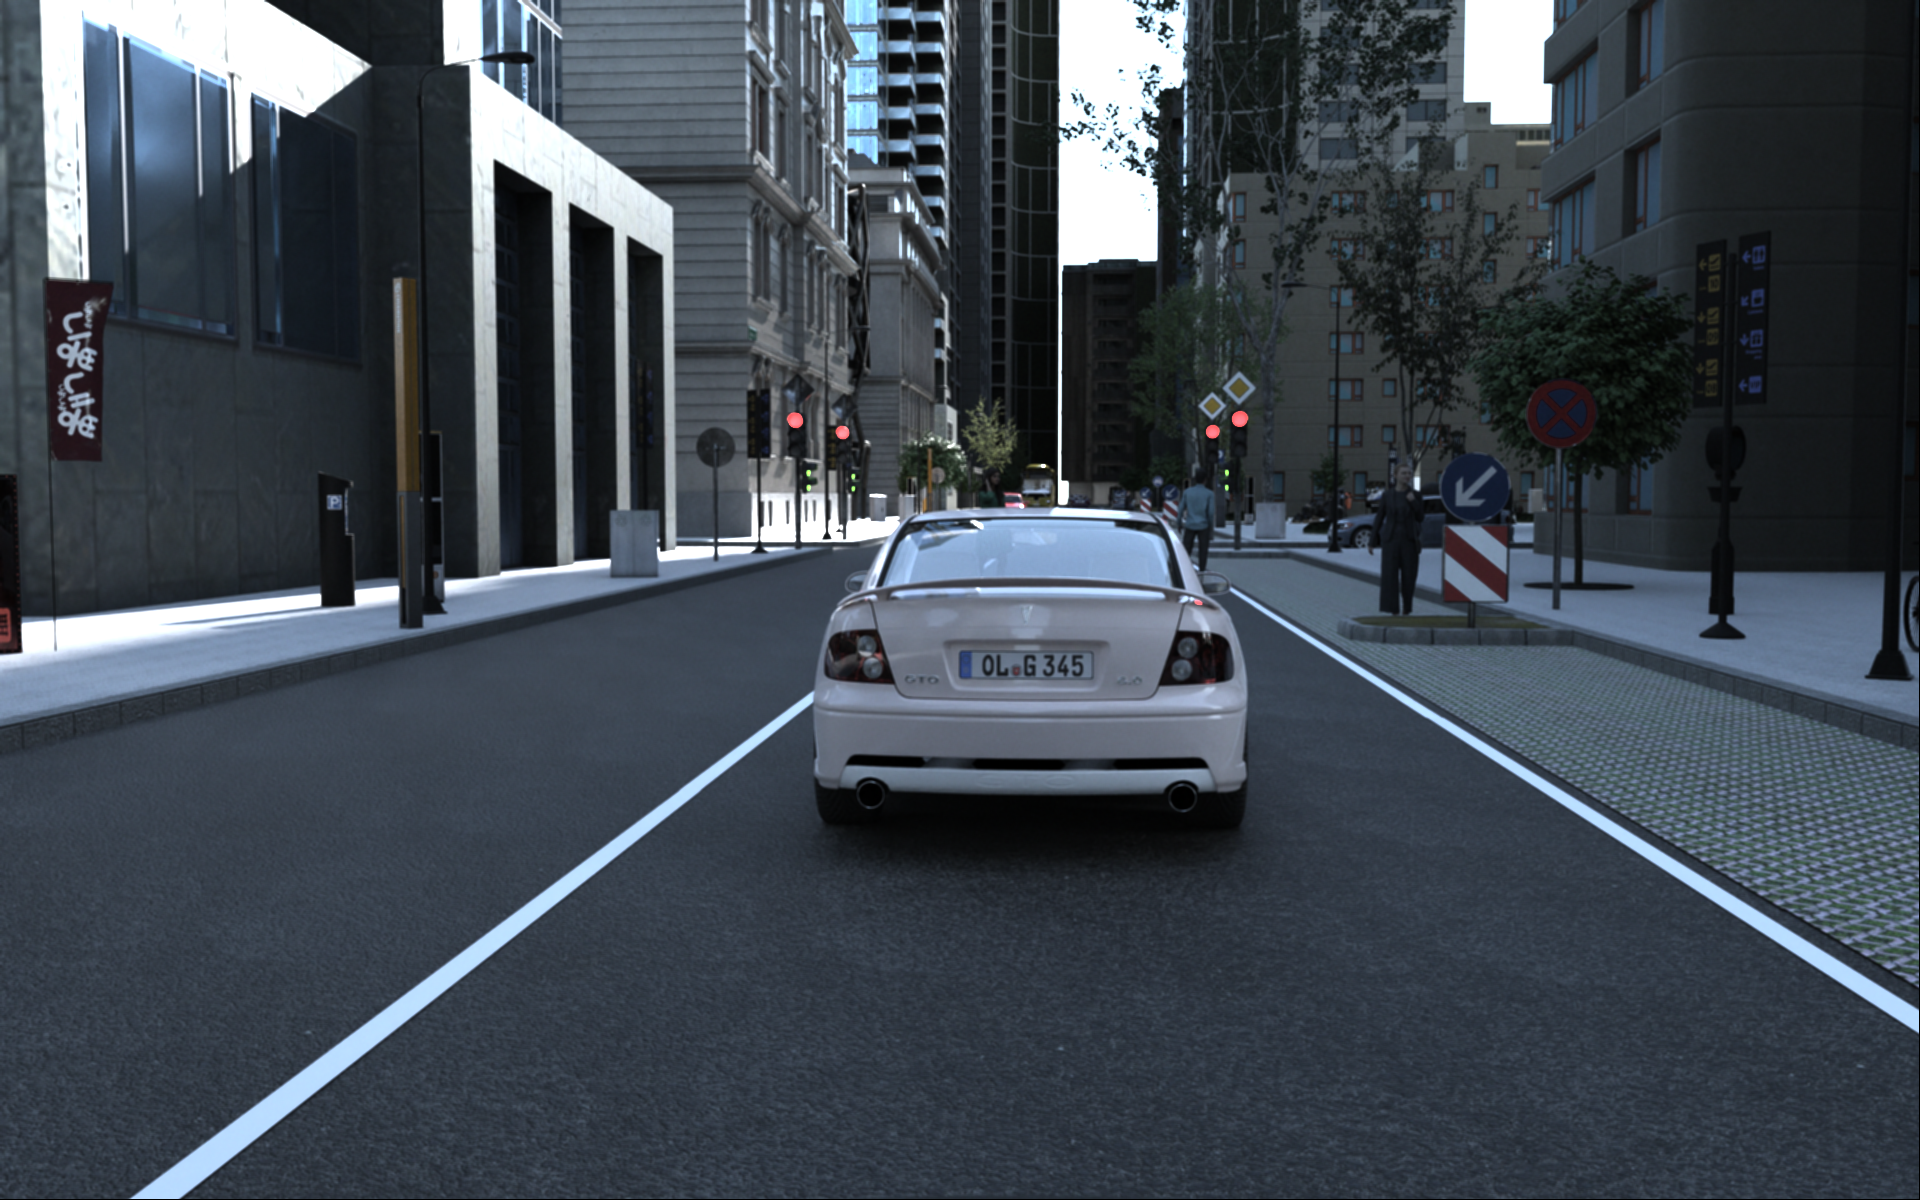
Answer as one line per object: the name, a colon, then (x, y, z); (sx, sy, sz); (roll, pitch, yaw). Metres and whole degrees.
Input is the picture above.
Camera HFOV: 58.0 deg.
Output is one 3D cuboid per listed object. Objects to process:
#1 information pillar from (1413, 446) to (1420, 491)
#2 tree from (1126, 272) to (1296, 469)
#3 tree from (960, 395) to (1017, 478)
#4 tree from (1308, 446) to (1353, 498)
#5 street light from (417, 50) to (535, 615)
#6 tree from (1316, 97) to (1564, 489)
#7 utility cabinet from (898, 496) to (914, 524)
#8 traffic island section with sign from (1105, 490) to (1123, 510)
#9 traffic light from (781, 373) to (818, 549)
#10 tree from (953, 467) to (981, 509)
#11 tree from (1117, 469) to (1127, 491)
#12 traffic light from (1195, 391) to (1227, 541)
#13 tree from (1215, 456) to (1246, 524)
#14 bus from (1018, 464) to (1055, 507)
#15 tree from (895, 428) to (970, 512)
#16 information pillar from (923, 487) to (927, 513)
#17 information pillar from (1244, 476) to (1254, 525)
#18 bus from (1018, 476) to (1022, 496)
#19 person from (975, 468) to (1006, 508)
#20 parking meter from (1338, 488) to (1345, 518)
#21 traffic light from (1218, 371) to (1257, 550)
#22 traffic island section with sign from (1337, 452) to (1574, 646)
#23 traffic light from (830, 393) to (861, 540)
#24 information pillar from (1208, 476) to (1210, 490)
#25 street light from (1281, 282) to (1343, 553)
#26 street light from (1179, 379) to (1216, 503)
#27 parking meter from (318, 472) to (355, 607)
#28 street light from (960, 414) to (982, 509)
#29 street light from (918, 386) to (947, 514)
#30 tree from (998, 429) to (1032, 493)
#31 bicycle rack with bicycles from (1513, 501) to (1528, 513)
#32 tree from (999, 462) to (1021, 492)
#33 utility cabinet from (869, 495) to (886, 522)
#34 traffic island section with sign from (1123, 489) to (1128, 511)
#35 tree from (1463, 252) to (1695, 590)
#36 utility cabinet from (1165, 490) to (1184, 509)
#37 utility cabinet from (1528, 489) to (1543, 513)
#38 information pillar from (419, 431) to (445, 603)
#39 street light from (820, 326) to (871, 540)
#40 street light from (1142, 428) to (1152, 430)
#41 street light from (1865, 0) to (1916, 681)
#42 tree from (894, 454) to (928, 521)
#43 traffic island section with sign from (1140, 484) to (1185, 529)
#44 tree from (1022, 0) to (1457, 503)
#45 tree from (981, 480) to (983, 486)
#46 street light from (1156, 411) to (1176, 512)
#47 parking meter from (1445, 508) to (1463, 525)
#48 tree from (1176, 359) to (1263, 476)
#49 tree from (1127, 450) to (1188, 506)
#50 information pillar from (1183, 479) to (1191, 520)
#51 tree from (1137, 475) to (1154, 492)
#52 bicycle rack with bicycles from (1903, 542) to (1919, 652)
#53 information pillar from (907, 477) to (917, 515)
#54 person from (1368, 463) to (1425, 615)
information pillar: (22.201, -5.681, 84.236); (0.504, 3.616, 0.183); (-3, 4, -39)
tree: (11.381, -9.437, 80.053); (9.928, 11.665, 9.643); (0, 3, 0)
tree: (2.199, -10.943, 129.285); (4.360, 8.622, 3.978); (0, 3, 0)
tree: (14.895, -4.628, 70.267); (1.663, 3.219, 1.824); (0, 3, 0)
street light: (-5.149, -2.801, 18.336); (1.470, 5.913, 1.316); (0, 4, 4)
tree: (8.703, -5.024, 32.503); (4.360, 8.622, 3.978); (0, 3, 0)
utility cabinet: (-2.204, -3.664, 71.062); (0.306, 1.237, 1.020); (1, 4, 21)
traffic island section with sign: (15.790, -10.245, 176.138); (1.989, 1.847, 2.006); (0, 4, 4)
traffic light: (-3.752, -3.139, 40.241); (0.839, 4.253, 0.868); (0, 4, 4)
tree: (0.134, -7.565, 118.290); (1.663, 3.219, 1.824); (0, 3, 0)
tree: (19.200, -12.773, 192.556); (4.285, 4.588, 4.351); (0, 3, 0)
traffic light: (6.886, -3.585, 47.531); (0.839, 4.253, 0.868); (0, 4, 4)
tree: (11.747, -4.837, 73.680); (1.663, 3.219, 1.824); (0, 3, 0)
bus: (6.681, -9.525, 147.285); (2.896, 3.916, 12.252); (0, 4, 4)
tree: (-1.521, -6.272, 86.267); (4.285, 4.588, 4.351); (0, 3, 0)
information pillar: (-1.933, -6.593, 99.155); (0.504, 3.616, 0.183); (3, 5, 40)
information pillar: (11.935, -4.095, 71.448); (0.304, 2.012, 0.304); (-1, 4, -12)
bus: (7.417, -10.700, 166.496); (2.896, 3.916, 12.252); (0, 4, 5)
person: (0.445, -0.935, 24.037); (0.529, 1.795, 0.600); (3, 5, 43)
parking meter: (15.968, -3.933, 72.722); (0.372, 1.533, 0.369); (0, 3, 0)
traffic light: (6.337, -3.097, 39.564); (0.839, 4.253, 0.868); (0, 4, 4)
traffic island section with sign: (4.835, -0.526, 17.227); (1.989, 1.847, 2.006); (0, 4, 4)
traffic light: (-3.203, -3.626, 48.207); (0.839, 4.253, 0.868); (0, 4, 4)
information pillar: (10.419, -4.152, 72.385); (0.304, 2.012, 0.304); (2, 4, 34)
street light: (7.721, -4.006, 38.041); (1.470, 5.913, 1.316); (0, 4, 4)
street light: (9.736, -5.963, 70.033); (1.470, 5.913, 1.316); (0, 4, 4)
parking meter: (-7.137, -0.699, 19.833); (0.372, 1.533, 0.369); (0, 3, 0)
street light: (0.596, -7.836, 100.665); (1.470, 5.913, 1.316); (0, 4, 4)
street light: (-1.237, -6.240, 74.569); (1.470, 5.913, 1.316); (0, 4, 4)
tree: (6.179, -14.797, 192.294); (4.737, 8.622, 4.395); (0, 3, 0)
bicycle rack with bicycles: (28.183, -4.667, 89.686); (2.852, 0.926, 2.925); (2, 4, 35)
tree: (5.009, -11.948, 179.070); (4.285, 4.588, 4.351); (0, 3, 0)
utility cabinet: (-3.834, -4.270, 80.971); (0.306, 1.237, 1.020); (2, 4, 30)
traffic island section with sign: (10.497, -5.542, 99.240); (1.989, 1.847, 2.006); (0, 4, 4)
tree: (8.588, -2.449, 23.753); (4.285, 4.588, 4.351); (0, 3, 0)
utility cabinet: (13.263, -6.012, 106.975); (1.173, 1.500, 0.318); (-2, 4, -25)
utility cabinet: (26.616, -4.319, 79.289); (1.173, 1.500, 0.318); (-1, 4, -15)
information pillar: (-6.269, -0.966, 20.287); (0.304, 2.012, 0.304); (2, 4, 25)
street light: (-3.170, -4.621, 48.096); (1.470, 5.913, 1.316); (0, 4, 4)
street light: (13.578, -9.165, 122.395); (1.470, 5.913, 1.316); (0, 4, 4)
street light: (5.942, -2.410, 11.941); (1.470, 5.913, 1.316); (0, 4, 4)
tree: (-2.508, -5.386, 82.662); (1.663, 3.219, 1.824); (0, 3, 0)
traffic island section with sign: (8.618, -3.887, 72.183); (1.989, 1.847, 2.006); (0, 4, 4)
tree: (8.904, -12.264, 56.404); (12.611, 20.169, 13.585); (0, 3, 0)
tree: (0.937, -7.967, 124.864); (1.663, 3.219, 1.824); (0, 3, 0)
street light: (11.753, -7.558, 96.117); (1.470, 5.913, 1.316); (0, 4, 4)
parking meter: (11.499, -2.111, 40.221); (0.399, 1.863, 0.255); (2, 4, 34)
tree: (13.368, -8.571, 90.501); (4.737, 8.622, 4.395); (0, 3, 0)
tree: (15.395, -8.821, 127.934); (4.285, 4.588, 4.351); (0, 3, 0)
information pillar: (11.196, -4.951, 85.435); (0.304, 2.012, 0.304); (1, 4, 17)
tree: (16.862, -9.993, 157.982); (1.663, 3.219, 1.824); (0, 3, 0)
bicycle rack with bicycles: (8.424, 0.046, 12.627); (2.852, 0.926, 2.925); (1, 4, 18)
information pillar: (-2.111, -4.387, 76.220); (0.304, 2.012, 0.304); (3, 4, 39)
person: (4.793, -0.614, 18.964); (0.576, 1.772, 0.534); (0, 4, -6)
